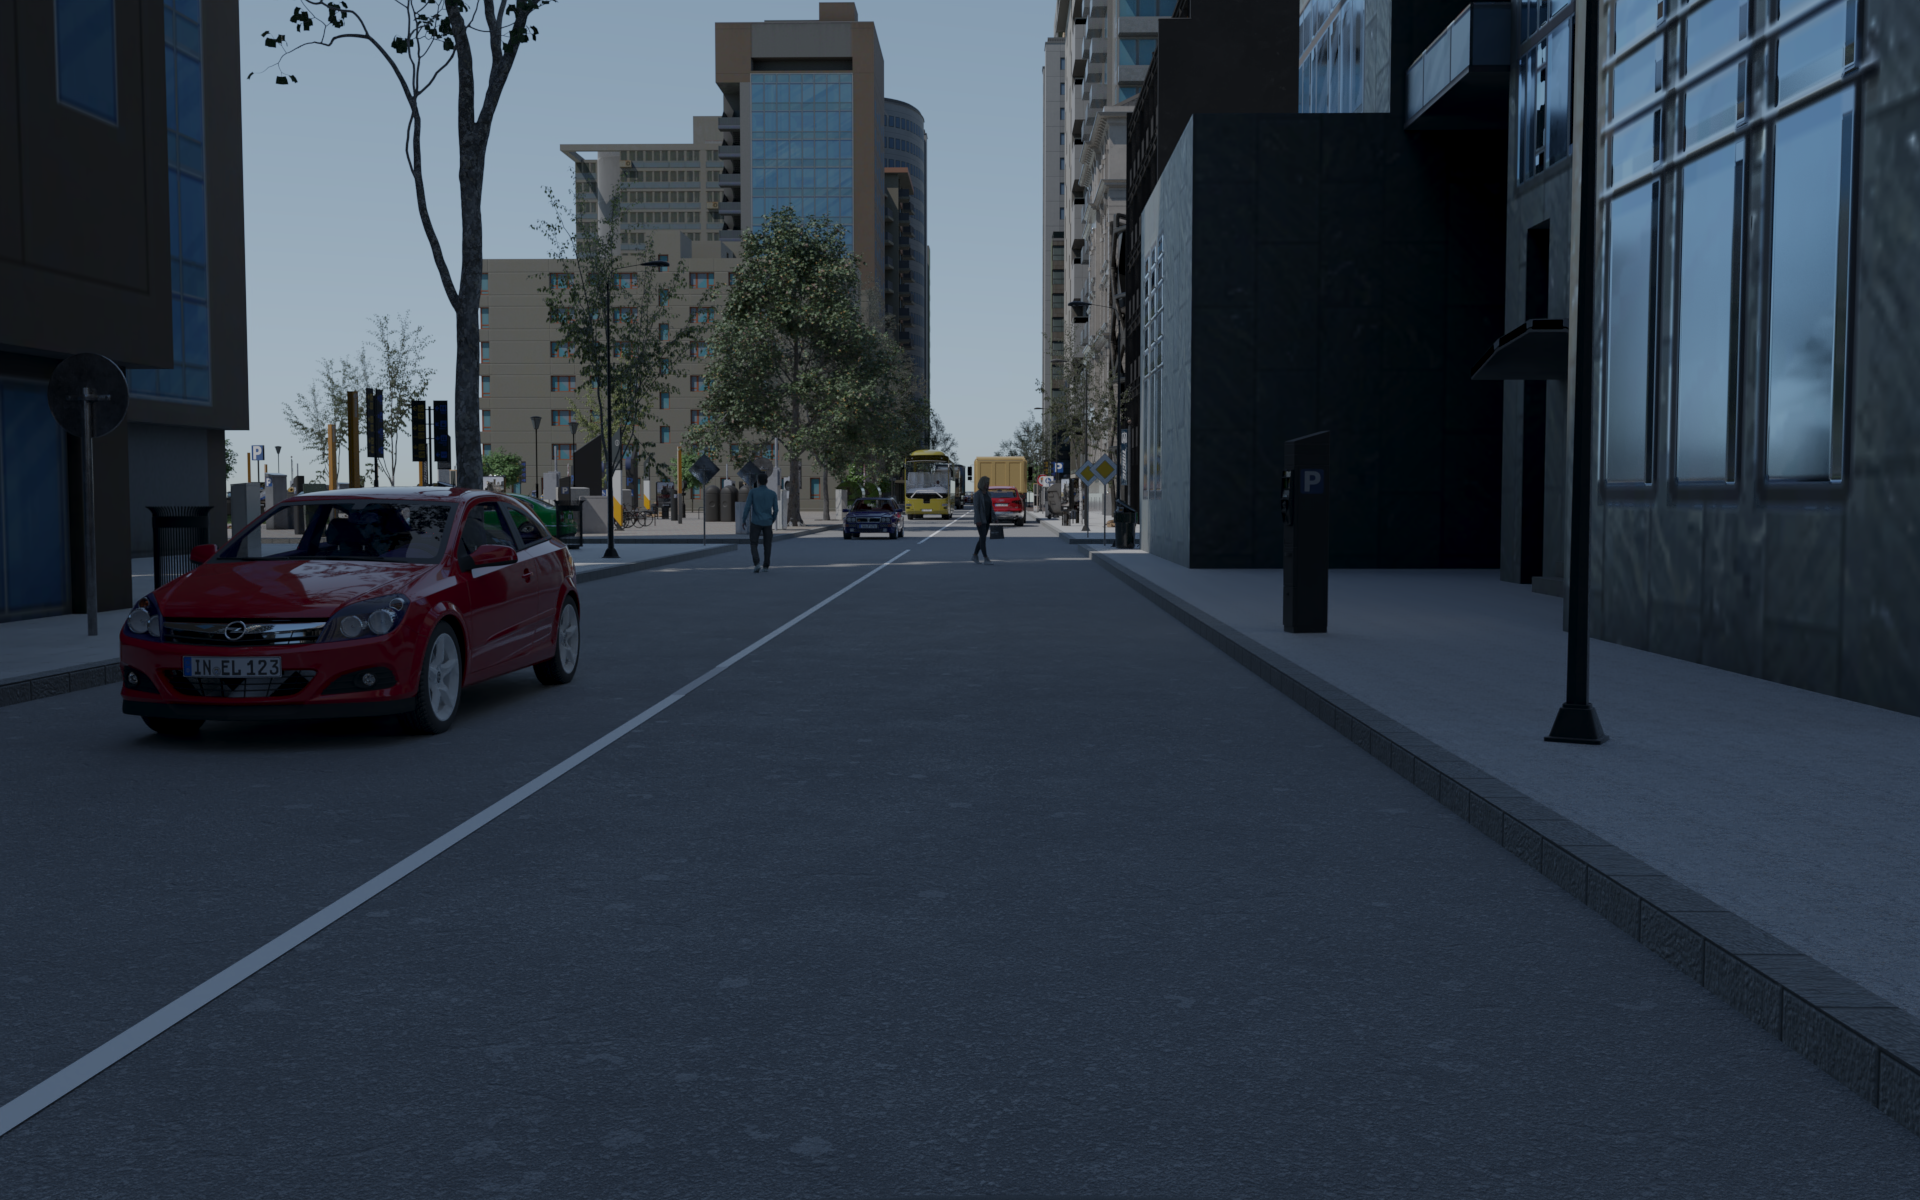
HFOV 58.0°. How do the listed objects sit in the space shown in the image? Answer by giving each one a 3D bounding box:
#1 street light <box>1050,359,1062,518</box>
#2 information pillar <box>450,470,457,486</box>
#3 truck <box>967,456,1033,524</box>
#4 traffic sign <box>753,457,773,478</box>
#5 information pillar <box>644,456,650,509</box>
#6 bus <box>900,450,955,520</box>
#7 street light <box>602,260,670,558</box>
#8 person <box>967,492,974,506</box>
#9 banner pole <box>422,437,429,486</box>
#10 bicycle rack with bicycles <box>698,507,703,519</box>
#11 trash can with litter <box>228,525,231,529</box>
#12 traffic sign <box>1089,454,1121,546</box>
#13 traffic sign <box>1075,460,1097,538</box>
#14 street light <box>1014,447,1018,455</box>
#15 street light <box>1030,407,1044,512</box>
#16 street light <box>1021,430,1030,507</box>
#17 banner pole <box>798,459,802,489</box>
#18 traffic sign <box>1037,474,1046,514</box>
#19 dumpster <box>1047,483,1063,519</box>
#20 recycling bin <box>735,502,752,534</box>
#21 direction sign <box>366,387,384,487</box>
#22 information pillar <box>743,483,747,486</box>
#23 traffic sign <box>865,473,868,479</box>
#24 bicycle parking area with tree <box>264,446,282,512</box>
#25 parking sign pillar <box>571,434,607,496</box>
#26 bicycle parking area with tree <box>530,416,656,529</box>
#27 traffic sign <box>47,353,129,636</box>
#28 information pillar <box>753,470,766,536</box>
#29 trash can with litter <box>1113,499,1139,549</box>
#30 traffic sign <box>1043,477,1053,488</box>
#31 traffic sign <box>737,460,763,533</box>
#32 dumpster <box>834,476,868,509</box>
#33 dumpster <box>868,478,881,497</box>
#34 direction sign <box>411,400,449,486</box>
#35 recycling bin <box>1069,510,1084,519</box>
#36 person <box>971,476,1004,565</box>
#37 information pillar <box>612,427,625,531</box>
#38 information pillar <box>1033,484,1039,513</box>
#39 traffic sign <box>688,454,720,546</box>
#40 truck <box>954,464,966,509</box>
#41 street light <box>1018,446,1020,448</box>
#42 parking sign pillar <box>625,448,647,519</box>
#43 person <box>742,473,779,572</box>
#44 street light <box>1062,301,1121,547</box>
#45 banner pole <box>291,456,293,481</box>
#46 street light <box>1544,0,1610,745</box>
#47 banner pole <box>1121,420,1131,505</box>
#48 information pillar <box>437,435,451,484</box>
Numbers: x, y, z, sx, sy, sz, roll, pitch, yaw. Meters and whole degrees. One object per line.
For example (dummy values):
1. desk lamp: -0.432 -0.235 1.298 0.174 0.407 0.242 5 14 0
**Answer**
1. street light: 3.810 -5.332 59.719 1.470 5.913 1.316 0 4 1
2. information pillar: -15.199 -2.929 52.377 0.304 2.012 0.304 2 4 32
3. truck: 2.040 -5.621 87.834 3.469 3.379 9.791 0 4 1
4. traffic sign: -6.826 -3.653 59.830 0.768 2.556 0.104 0 4 2
5. information pillar: -19.270 -7.053 106.677 0.504 3.616 0.183 2 4 35
6. bus: -1.694 -6.630 99.944 2.896 3.916 12.252 0 4 1
7. street light: -6.469 -3.796 34.600 1.470 5.913 1.316 0 4 1
8. person: 1.474 -12.645 215.954 1.217 1.735 0.721 1 4 11
9. banner pole: -23.052 -5.198 75.000 0.401 3.779 0.863 1 4 16
10. bicycle rack with bicycles: -12.067 -4.580 88.267 2.852 0.926 2.925 -2 4 -35
11. trash can with litter: -27.071 -3.265 64.443 2.233 1.210 1.678 1 4 10
12. traffic sign: 3.582 -2.398 42.847 0.795 2.450 0.064 0 4 1
13. traffic sign: 3.756 -2.886 50.831 0.795 2.450 0.064 0 4 1
14. street light: 6.203 -11.998 168.715 1.470 5.913 1.316 0 4 1
15. street light: 4.650 -7.358 92.837 1.470 5.913 1.316 0 4 1
16. street light: 5.327 -9.381 125.924 1.470 5.913 1.316 0 4 1
17. banner pole: -10.028 -7.158 107.050 0.401 3.779 0.863 2 4 34
18. traffic sign: 5.357 -6.836 111.879 0.768 2.556 0.104 0 4 8
19. dumpster: 5.078 -5.063 88.536 1.264 1.857 1.865 0 4 1
20. recycling bin: -6.705 -2.621 55.401 0.722 1.027 0.722 -3 5 -41
21. direction sign: -12.573 -2.770 37.289 0.379 3.537 0.876 0 4 3
22. information pillar: -14.551 -6.854 116.555 0.304 2.012 0.304 1 4 22
23. traffic sign: -5.729 -6.456 105.555 0.884 2.594 0.081 0 4 5
24. bicycle parking area with tree: -41.298 -6.962 100.825 9.016 4.147 8.231 2 4 31
25. parking sign pillar: -16.706 -5.444 77.475 1.447 3.967 1.447 -2 4 -30
26. bicycle parking area with tree: -15.667 -4.868 66.587 9.016 4.147 8.231 1 4 16
27. traffic sign: -7.866 -0.950 15.633 0.768 2.556 0.104 0 4 5
28. information pillar: -6.165 -2.985 53.292 0.304 2.012 0.304 -3 4 -38
29. trash can with litter: 4.128 -1.792 40.680 1.055 1.170 0.624 1 4 13
30. traffic sign: 5.112 -6.008 100.365 0.606 2.300 0.079 0 4 7
31. traffic sign: -6.186 -2.901 51.067 0.795 2.450 0.064 0 4 1
32. dumpster: -5.843 -5.451 91.614 1.502 2.255 1.985 0 4 1
33. dumpster: -5.556 -6.233 104.408 1.502 2.255 1.985 0 4 1
34. direction sign: -12.796 -3.051 41.876 0.876 3.537 0.379 0 4 0
35. recycling bin: 6.139 -4.748 90.180 0.722 1.027 0.722 -3 4 -37
36. person: 0.517 -1.631 35.351 0.728 1.800 0.709 3 5 45
37. information pillar: -11.977 -4.228 60.475 0.504 3.616 0.183 3 4 36
38. information pillar: 5.301 -7.084 120.321 0.304 2.012 0.304 2 4 26
39. traffic sign: -6.359 -2.412 43.083 0.795 2.450 0.064 0 4 1
40. truck: -0.973 -10.823 165.865 2.839 4.237 11.283 0 4 3
41. street light: 5.474 -9.976 135.644 1.470 5.913 1.316 0 4 1
42. parking sign pillar: -16.968 -6.184 89.576 1.447 3.967 1.447 0 4 -1
43. person: -3.649 -1.421 31.755 0.660 1.820 0.620 -1 4 -19
44. street light: 3.293 -4.239 41.844 1.470 5.913 1.316 0 4 1
45. banner pole: -43.764 -7.557 113.577 0.401 3.779 0.863 -2 4 -28
46. street light: 2.673 -2.222 8.866 1.470 5.913 1.316 0 4 1
47. banner pole: 5.632 -4.200 58.684 0.401 3.779 0.863 -1 4 -21
48. information pillar: -17.372 -4.096 58.318 0.504 3.616 0.183 -3 5 -40
